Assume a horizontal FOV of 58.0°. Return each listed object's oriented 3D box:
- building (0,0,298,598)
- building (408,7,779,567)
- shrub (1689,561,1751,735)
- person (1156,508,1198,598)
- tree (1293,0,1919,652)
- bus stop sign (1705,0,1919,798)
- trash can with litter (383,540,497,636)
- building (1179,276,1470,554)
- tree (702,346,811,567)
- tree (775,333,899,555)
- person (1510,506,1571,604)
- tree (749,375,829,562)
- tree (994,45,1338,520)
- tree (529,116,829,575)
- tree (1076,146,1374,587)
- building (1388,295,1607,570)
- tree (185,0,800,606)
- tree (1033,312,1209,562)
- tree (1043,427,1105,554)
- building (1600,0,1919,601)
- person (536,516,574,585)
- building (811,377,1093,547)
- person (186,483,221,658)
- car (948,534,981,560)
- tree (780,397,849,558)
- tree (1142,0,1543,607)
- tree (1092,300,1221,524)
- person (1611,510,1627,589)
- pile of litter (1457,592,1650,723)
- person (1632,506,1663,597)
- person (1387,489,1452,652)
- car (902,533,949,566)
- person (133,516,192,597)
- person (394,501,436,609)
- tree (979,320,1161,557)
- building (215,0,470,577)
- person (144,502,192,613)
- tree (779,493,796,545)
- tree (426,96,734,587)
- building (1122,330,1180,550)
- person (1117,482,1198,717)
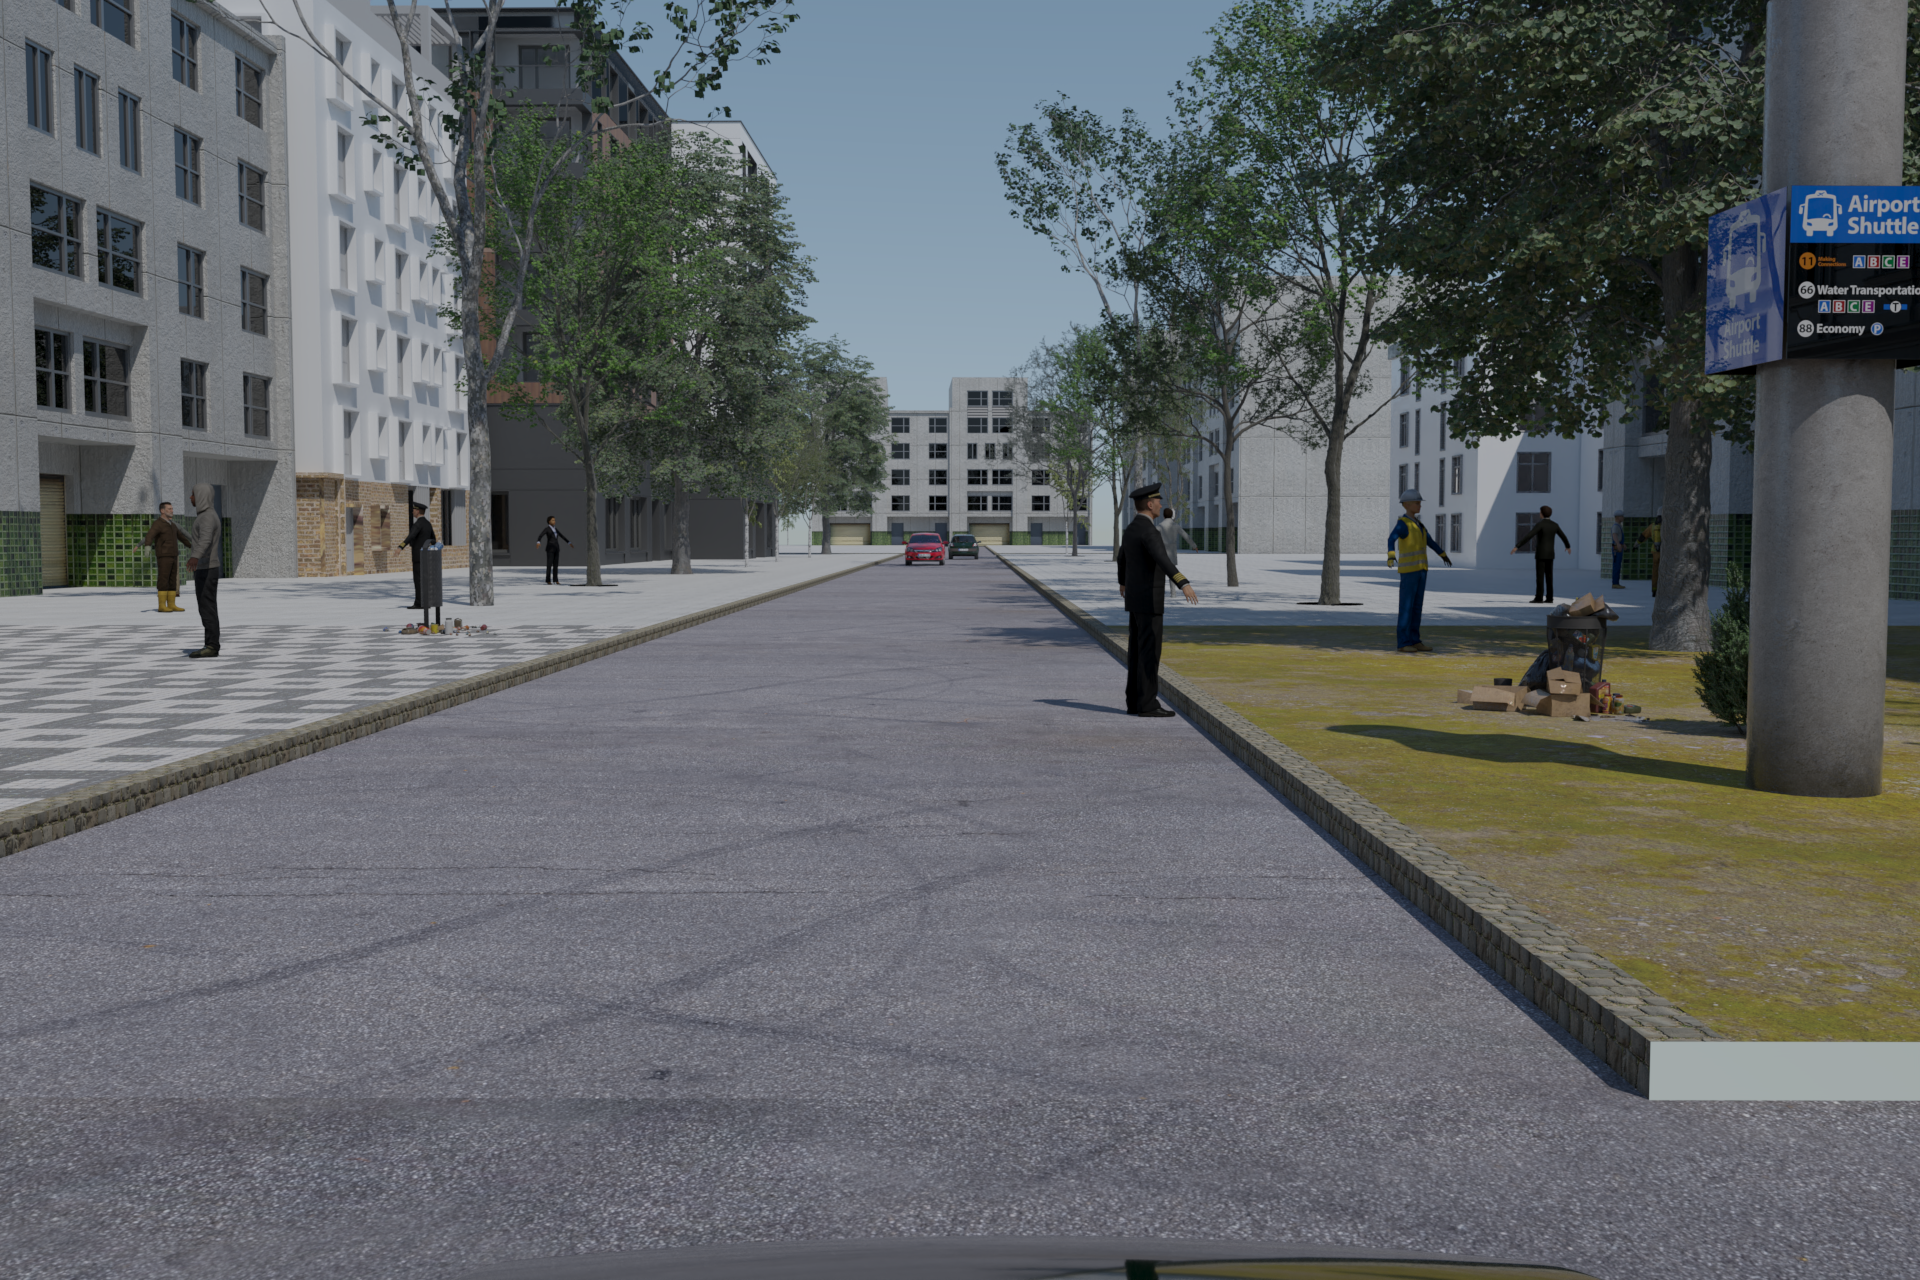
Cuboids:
[{"bbox_3d":[-27.770,-10.273,34.424,16.747,18.905,31.486,0,3,0],"label":"building"},{"bbox_3d":[-24.784,-14.685,84.079,27.936,21.610,32.646,0,4,1],"label":"building"},{"bbox_3d":[5.162,0.007,11.002,1.383,1.207,1.383,0,3,0],"label":"shrub"},{"bbox_3d":[4.166,-1.755,34.873,1.347,1.806,0.705,-1,4,-10],"label":"person"},{"bbox_3d":[7.937,-6.862,18.846,9.857,13.997,8.962,0,3,0],"label":"tree"},{"bbox_3d":[4.293,-1.198,8.605,0.837,3.901,0.837,0,4,-1],"label":"bus stop sign"},{"bbox_3d":[-6.739,-0.720,22.823,1.678,1.210,2.233,0,4,0],"label":"trash can with litter"},{"bbox_3d":[26.455,-15.947,127.185,16.747,18.905,31.486,0,4,0],"label":"building"},{"bbox_3d":[-7.978,-7.102,66.484,4.737,8.622,4.395,0,3,0],"label":"tree"},{"bbox_3d":[-8.470,-12.333,108.299,9.857,13.997,8.962,0,3,0],"label":"tree"},{"bbox_3d":[10.802,-1.582,32.053,1.347,1.806,0.705,-1,4,-21],"label":"person"},{"bbox_3d":[-8.603,-7.868,79.001,4.360,8.622,3.978,0,3,0],"label":"tree"},{"bbox_3d":[8.253,-12.891,66.654,12.611,20.169,13.585,0,3,0],"label":"tree"},{"bbox_3d":[-8.831,-9.064,54.854,9.857,13.997,8.962,0,3,0],"label":"tree"},{"bbox_3d":[6.312,-6.577,41.943,7.601,10.594,8.767,0,4,4],"label":"tree"},{"bbox_3d":[23.467,-7.428,63.598,9.099,9.664,28.070,0,4,1],"label":"building"},{"bbox_3d":[-8.780,-10.584,28.931,12.611,20.169,13.585,0,3,0],"label":"tree"},{"bbox_3d":[7.406,-9.436,80.029,9.928,11.665,9.643,0,3,0],"label":"tree"},{"bbox_3d":[6.963,-9.785,110.348,4.737,8.622,4.395,0,3,0],"label":"tree"},{"bbox_3d":[26.636,-10.215,33.477,16.747,18.905,31.486,0,4,1],"label":"building"},{"bbox_3d":[-10.221,-2.259,43.654,0.721,1.740,1.216,2,4,34],"label":"person"},{"bbox_3d":[-1.115,-20.373,202.007,31.486,18.905,16.747,0,4,-2],"label":"building"},{"bbox_3d":[-7.889,-0.729,18.048,0.705,1.813,1.348,-1,4,-20],"label":"person"},{"bbox_3d":[0.208,-5.419,98.393,2.009,1.686,4.222,0,4,1],"label":"car"},{"bbox_3d":[-8.194,-8.743,93.317,4.360,8.622,3.978,0,3,0],"label":"tree"},{"bbox_3d":[6.770,-6.424,30.781,9.928,11.665,9.643,0,3,0],"label":"tree"},{"bbox_3d":[6.849,-6.324,53.766,4.360,8.622,3.978,0,3,0],"label":"tree"},{"bbox_3d":[15.483,-2.130,40.690,0.705,1.847,1.347,2,4,25],"label":"person"},{"bbox_3d":[4.291,0.084,12.589,1.176,0.858,1.719,0,4,0],"label":"pile of litter"},{"bbox_3d":[14.236,-1.792,35.069,0.705,1.858,1.354,-3,5,-43],"label":"person"},{"bbox_3d":[4.991,-0.758,18.864,1.216,1.772,0.721,-3,5,-44],"label":"person"},{"bbox_3d":[-1.599,-4.343,80.051,2.155,1.783,4.494,0,4,0],"label":"car"},{"bbox_3d":[-16.076,-1.769,35.190,0.705,1.796,1.348,3,5,44],"label":"person"},{"bbox_3d":[-9.253,-1.450,29.635,0.705,1.837,1.347,1,4,10],"label":"person"},{"bbox_3d":[6.635,-11.511,98.581,12.009,13.543,11.850,0,3,0],"label":"tree"},{"bbox_3d":[-23.591,-12.014,52.844,16.016,20.090,11.380,0,4,-1],"label":"building"},{"bbox_3d":[-12.971,-1.361,28.390,0.704,1.812,1.346,1,4,10],"label":"person"},{"bbox_3d":[-19.774,-15.040,196.269,4.737,8.622,4.395,0,3,0],"label":"tree"},{"bbox_3d":[-9.131,-7.122,42.203,9.928,11.665,9.643,0,3,0],"label":"tree"},{"bbox_3d":[24.695,-17.876,158.735,16.747,18.905,31.486,0,3,0],"label":"building"},{"bbox_3d":[1.491,-0.322,13.664,0.705,1.837,1.347,-1,4,-17],"label":"person"}]
